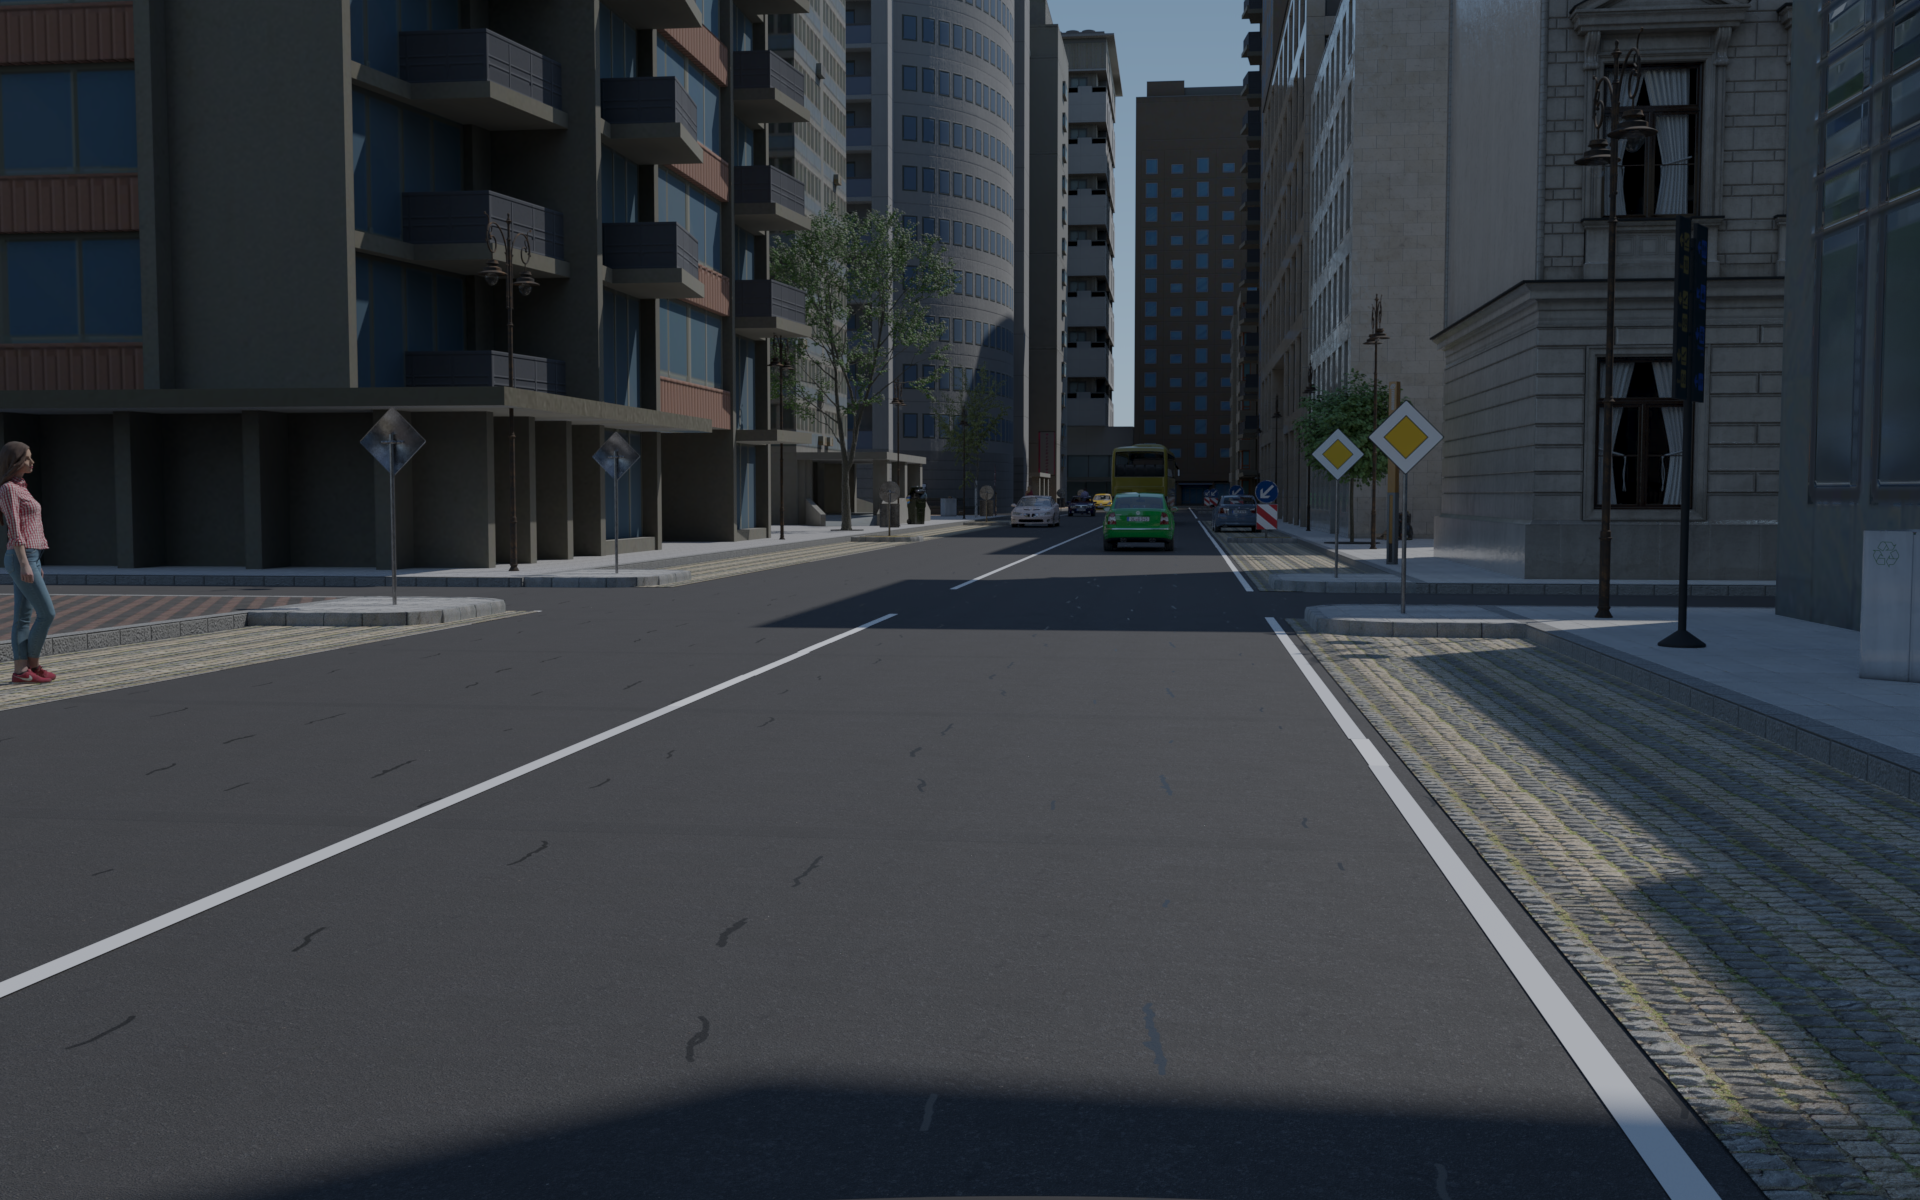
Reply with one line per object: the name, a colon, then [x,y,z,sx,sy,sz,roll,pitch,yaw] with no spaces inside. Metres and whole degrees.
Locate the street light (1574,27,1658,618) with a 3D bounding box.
street light: [6.684,-2.753,17.806,0.468,5.910,1.993,0,4,7]

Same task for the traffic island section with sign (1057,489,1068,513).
traffic island section with sign: [7.601,-7.391,129.473,1.989,1.847,2.006,0,4,7]

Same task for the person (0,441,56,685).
person: [-6.989,-0.272,12.957,0.388,1.821,0.555,-2,4,-33]

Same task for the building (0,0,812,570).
building: [-16.098,-23.702,42.153,22.147,44.769,28.867,0,4,7]

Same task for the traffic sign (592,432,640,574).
traffic sign: [-5.542,-1.485,27.915,0.795,2.450,0.064,0,4,7]

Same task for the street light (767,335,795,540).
street light: [-4.999,-4.630,48.493,0.468,5.910,1.993,0,4,7]

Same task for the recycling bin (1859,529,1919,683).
recycling bin: [6.746,0.036,11.972,0.722,1.027,0.722,-3,4,-38]

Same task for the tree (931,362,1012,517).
tree: [0.651,-8.855,95.137,4.737,8.622,4.395,0,3,0]

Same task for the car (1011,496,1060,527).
car: [3.341,-3.886,75.903,2.083,1.381,4.827,0,4,8]

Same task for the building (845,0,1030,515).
building: [-6.981,-35.169,117.017,21.231,58.520,28.212,0,4,7]

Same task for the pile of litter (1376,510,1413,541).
pile of litter: [12.190,-2.118,48.599,1.176,0.858,1.719,2,4,32]

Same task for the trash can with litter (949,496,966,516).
trash can with litter: [-0.236,-5.586,102.710,1.055,1.170,0.624,-2,4,-27]

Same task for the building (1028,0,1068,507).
building: [-0.731,-33.301,168.172,21.600,48.544,21.300,0,4,7]

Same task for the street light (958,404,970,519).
street light: [0.211,-7.114,89.098,0.468,5.910,1.993,0,4,7]

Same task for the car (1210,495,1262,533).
car: [10.442,-3.263,65.347,2.014,1.417,4.499,0,4,7]

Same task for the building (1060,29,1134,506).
building: [6.583,-37.346,199.851,27.495,52.752,28.713,0,4,7]

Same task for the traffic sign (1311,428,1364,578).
traffic sign: [5.760,-1.396,26.470,0.795,2.450,0.064,0,4,7]

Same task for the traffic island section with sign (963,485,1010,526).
traffic island section with sign: [1.238,-4.310,79.090,1.989,1.847,2.006,0,4,7]

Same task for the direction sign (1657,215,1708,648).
direction sign: [6.081,-1.375,14.485,0.379,3.537,0.876,3,4,37]

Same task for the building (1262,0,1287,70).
building: [26.416,-28.123,109.917,14.600,45.320,14.200,0,4,7]

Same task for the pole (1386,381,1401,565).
pole: [7.874,-2.301,31.459,0.158,3.312,0.155,0,3,0]

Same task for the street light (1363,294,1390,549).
street light: [9.609,-4.117,40.101,0.468,5.910,1.993,0,4,7]

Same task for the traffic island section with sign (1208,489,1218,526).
traffic island section with sign: [12.273,-4.226,77.721,1.989,1.847,2.006,0,4,7]

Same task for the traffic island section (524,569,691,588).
traffic island section: [-5.566,-0.349,27.979,2.009,0.180,2.903,0,4,7]

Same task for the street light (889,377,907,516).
street light: [-2.438,-5.849,68.419,0.468,5.910,1.993,0,4,7]

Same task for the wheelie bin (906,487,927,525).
wheelie bin: [-1.806,-3.991,73.156,0.980,1.594,0.693,-3,5,-42]

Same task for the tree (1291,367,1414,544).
tree: [10.258,-3.740,44.860,4.285,4.588,4.351,0,3,0]

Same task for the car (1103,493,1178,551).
car: [4.673,-2.210,44.928,1.959,1.807,4.718,0,4,7]

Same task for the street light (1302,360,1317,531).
street light: [12.091,-5.330,59.936,0.468,5.910,1.993,0,4,7]

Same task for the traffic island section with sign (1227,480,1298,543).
traffic island section with sign: [8.880,-2.590,50.980,1.989,1.847,2.006,0,4,7]

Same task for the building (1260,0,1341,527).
building: [24.865,-16.977,82.089,19.350,26.468,34.151,0,4,7]

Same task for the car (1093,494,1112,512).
car: [11.259,-7.730,136.606,2.015,1.641,3.980,1,4,9]

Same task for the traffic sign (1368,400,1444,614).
traffic sign: [4.759,-0.912,18.548,0.795,2.450,0.064,0,4,7]

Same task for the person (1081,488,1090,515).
person: [8.699,-6.849,120.344,0.709,1.838,0.599,1,4,9]

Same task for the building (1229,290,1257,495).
building: [39.299,-19.248,159.742,27.650,21.520,28.899,0,4,7]

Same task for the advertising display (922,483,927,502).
advertising display: [-2.477,-5.988,103.120,0.974,1.923,0.123,0,4,-5]

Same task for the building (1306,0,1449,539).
building: [17.399,-12.371,57.013,10.420,20.320,16.860,0,4,7]

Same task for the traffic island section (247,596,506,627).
traffic island section: [-6.568,0.136,20.057,2.009,0.180,2.903,0,4,7]

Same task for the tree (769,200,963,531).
tree: [-3.876,-8.233,60.360,9.928,11.665,9.643,0,3,0]

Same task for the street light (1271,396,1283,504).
street light: [14.567,-6.543,79.773,0.468,5.910,1.993,0,4,7]

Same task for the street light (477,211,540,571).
street light: [-7.425,-3.417,28.651,0.468,5.910,1.993,0,4,7]

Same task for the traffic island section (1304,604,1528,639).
traffic island section: [4.783,0.224,18.622,2.009,0.180,2.903,0,4,7]

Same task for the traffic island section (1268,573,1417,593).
traffic island section: [5.785,-0.261,26.544,2.009,0.180,2.903,0,4,7]

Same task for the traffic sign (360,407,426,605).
traffic sign: [-6.543,-1.000,19.992,0.795,2.450,0.064,0,4,7]

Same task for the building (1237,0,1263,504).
building: [32.517,-29.126,130.829,22.147,44.769,28.867,0,4,7]

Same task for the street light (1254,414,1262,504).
street light: [17.138,-7.756,99.597,0.468,5.910,1.993,0,4,7]

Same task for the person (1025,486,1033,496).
person: [3.283,-4.486,81.814,0.573,1.828,0.580,-1,4,-21]

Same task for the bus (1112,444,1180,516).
bus: [9.051,-5.666,84.191,2.896,3.916,12.252,1,4,9]

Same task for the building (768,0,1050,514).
building: [-8.880,-27.710,144.944,32.217,40.220,23.993,0,4,7]

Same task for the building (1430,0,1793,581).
building: [18.090,-10.056,29.035,19.286,19.102,10.561,0,4,7]

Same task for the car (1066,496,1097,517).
car: [7.858,-6.062,111.698,1.945,1.354,3.894,0,4,5]

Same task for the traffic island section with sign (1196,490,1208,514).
traffic island section with sign: [18.557,-7.271,127.508,1.989,1.847,2.006,0,4,7]

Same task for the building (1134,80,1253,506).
building: [26.547,-33.067,190.752,14.200,45.320,14.600,0,4,7]

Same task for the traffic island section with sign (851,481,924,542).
traffic island section with sign: [-2.152,-2.674,52.348,1.989,1.847,2.006,0,4,7]

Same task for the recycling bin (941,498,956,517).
recycling bin: [-0.657,-5.315,99.447,0.722,1.027,0.722,-1,4,-23]

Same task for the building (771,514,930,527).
building: [-18.274,-23.567,77.209,32.217,40.220,23.993,0,4,7]

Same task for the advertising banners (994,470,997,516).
advertising banners: [2.047,-6.348,99.982,0.090,3.025,2.074,0,4,3]

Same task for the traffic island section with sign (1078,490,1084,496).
traffic island section with sign: [10.986,-9.027,156.216,1.989,1.847,2.006,0,4,7]
